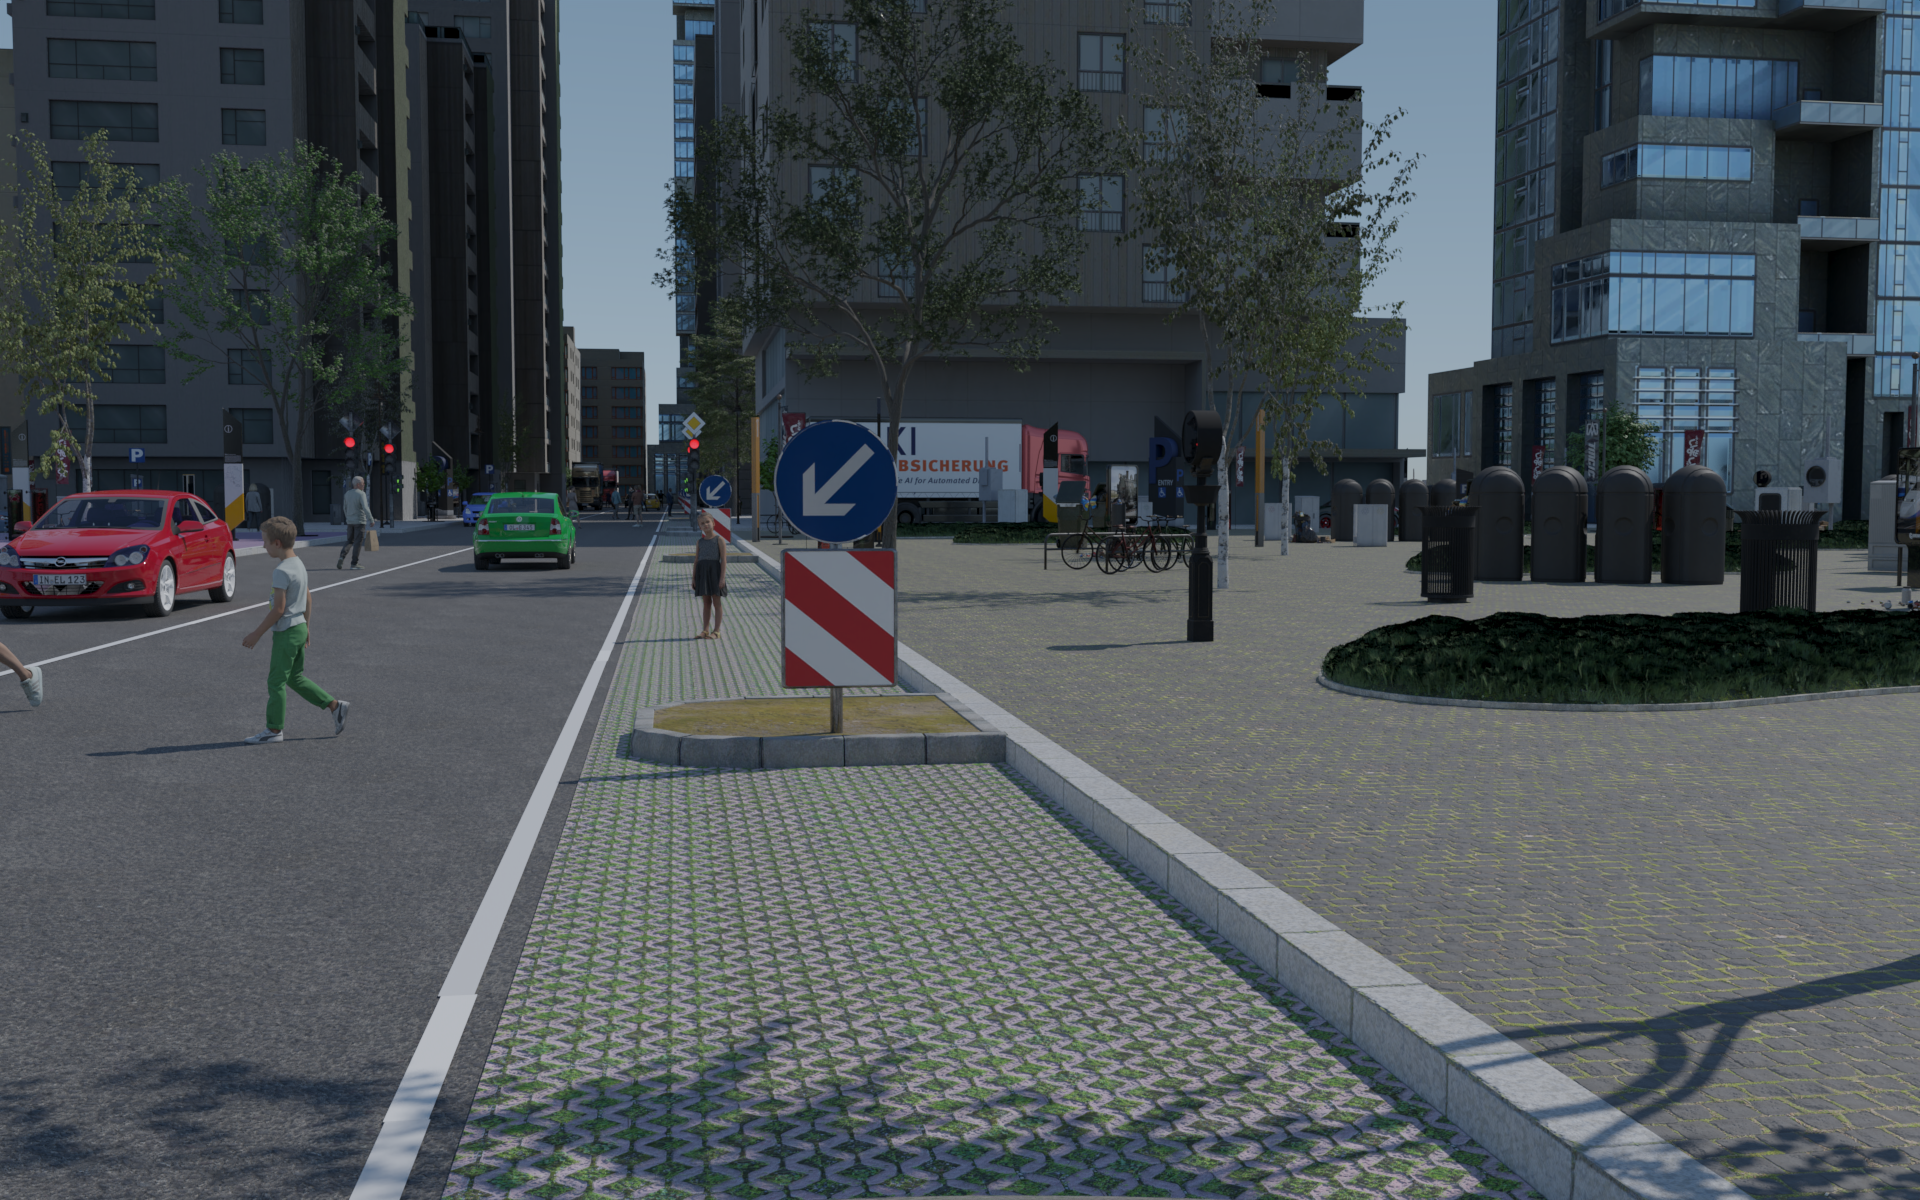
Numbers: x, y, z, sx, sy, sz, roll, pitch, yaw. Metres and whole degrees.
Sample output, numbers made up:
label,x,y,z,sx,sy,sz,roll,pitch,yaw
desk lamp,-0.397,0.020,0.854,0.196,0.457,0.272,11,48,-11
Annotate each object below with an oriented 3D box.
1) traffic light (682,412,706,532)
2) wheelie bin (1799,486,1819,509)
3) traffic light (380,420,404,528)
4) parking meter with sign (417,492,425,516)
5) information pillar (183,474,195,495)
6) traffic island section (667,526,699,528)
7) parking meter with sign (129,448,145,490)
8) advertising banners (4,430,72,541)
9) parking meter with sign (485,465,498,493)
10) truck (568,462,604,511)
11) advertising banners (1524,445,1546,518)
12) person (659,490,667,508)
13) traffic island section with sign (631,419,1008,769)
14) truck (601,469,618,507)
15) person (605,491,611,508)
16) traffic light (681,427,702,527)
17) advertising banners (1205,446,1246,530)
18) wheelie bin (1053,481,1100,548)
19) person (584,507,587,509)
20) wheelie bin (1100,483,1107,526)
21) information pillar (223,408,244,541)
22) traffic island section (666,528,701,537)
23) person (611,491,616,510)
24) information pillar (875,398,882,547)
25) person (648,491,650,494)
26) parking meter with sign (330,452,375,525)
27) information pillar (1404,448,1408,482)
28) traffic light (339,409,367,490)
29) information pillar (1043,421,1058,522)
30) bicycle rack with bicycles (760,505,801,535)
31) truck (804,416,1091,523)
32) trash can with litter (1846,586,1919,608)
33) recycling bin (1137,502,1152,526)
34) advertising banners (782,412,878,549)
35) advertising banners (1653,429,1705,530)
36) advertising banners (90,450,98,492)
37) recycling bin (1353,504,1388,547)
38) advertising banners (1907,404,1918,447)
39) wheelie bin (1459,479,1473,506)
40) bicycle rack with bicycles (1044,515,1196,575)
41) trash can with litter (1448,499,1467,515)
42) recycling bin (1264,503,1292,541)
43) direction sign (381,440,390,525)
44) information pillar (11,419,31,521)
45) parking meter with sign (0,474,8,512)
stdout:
label,x,y,z,sx,sy,sz,roll,pitch,yaw
traffic light,-9.082,-4.294,59.130,0.839,4.253,0.868,-1,4,-9
wheelie bin,31.914,-3.509,65.273,0.980,1.594,0.693,2,4,34
traffic light,-21.397,-4.664,65.175,0.839,4.253,0.868,-1,4,-9
parking meter with sign,-31.654,-6.351,100.096,1.738,3.016,0.543,2,4,29
information pillar,-28.872,-3.694,64.882,0.304,2.012,0.304,3,4,38
traffic island section,-10.346,-2.743,67.129,2.009,0.180,2.903,-1,4,-9
parking meter with sign,-31.538,-4.293,66.453,0.543,3.016,1.738,-2,4,-25
advertising banners,-25.120,-3.121,47.223,2.074,3.025,0.090,1,4,9
parking meter with sign,-27.901,-6.563,103.567,0.543,3.016,1.738,0,4,-1
truck,-33.008,-10.063,153.447,2.839,4.237,11.283,-1,4,-10
advertising banners,19.977,-4.028,62.041,2.074,3.025,0.090,0,4,-7
person,-30.464,-10.298,176.500,1.348,1.869,0.705,0,4,6
traffic island section with sign,-0.881,-0.081,9.958,1.989,1.847,2.006,-1,4,-9
truck,-39.549,-12.524,193.682,2.839,4.237,11.283,-1,4,-10
person,-36.555,-10.462,180.005,0.683,1.767,0.568,0,4,1
traffic light,-10.387,-4.776,67.008,0.839,4.253,0.868,-1,4,-9
advertising banners,9.545,-4.036,62.184,2.074,3.025,0.090,-3,4,-37
wheelie bin,2.658,-2.024,40.993,0.980,1.594,0.693,2,4,27
person,-36.861,-9.843,169.874,0.683,1.767,0.568,2,4,33
wheelie bin,4.041,-2.430,47.631,0.980,1.594,0.693,-3,5,-41
information pillar,-19.881,-3.426,47.373,0.504,3.616,0.183,0,4,-8
traffic island section,-9.041,-2.261,59.251,2.009,0.180,2.903,-1,4,-9
person,-31.579,-9.085,157.777,0.721,1.736,1.217,0,4,7
information pillar,-1.960,-3.093,41.931,0.183,3.616,0.504,0,4,-3
person,-38.746,-12.678,215.918,0.705,1.807,1.348,-2,4,-29
parking meter with sign,-25.336,-4.643,72.178,1.738,3.016,0.543,-3,4,-38
information pillar,22.484,-5.905,87.900,0.504,3.616,0.183,3,4,37
traffic light,-20.092,-4.182,57.297,0.839,4.253,0.868,-1,4,-9
information pillar,2.922,-3.927,55.565,0.504,3.616,0.183,0,4,2
bicycle rack with bicycles,-5.106,-2.625,56.295,2.925,0.926,2.852,-3,5,-44
truck,-0.153,-4.626,64.546,11.283,4.237,2.839,-1,4,-11
trash can with litter,10.786,-0.501,19.245,1.678,1.210,2.233,2,4,28
recycling bin,5.602,-2.548,54.213,0.722,1.027,0.722,0,4,-5
advertising banners,-2.786,-2.503,37.107,2.074,3.025,0.090,0,4,5
advertising banners,19.103,-3.114,47.105,2.074,3.025,0.090,1,4,20
advertising banners,-33.578,-4.350,67.304,0.090,3.025,2.074,-3,5,-39
recycling bin,10.048,-1.827,42.418,0.722,1.027,0.722,0,4,4
advertising banners,18.779,-2.359,34.755,0.090,3.025,2.074,1,4,9
wheelie bin,11.181,-1.778,36.981,0.980,1.594,0.693,1,4,10
bicycle rack with bicycles,2.861,-0.956,29.012,2.925,0.926,2.852,-2,4,-30
trash can with litter,11.211,-1.630,38.043,1.055,1.170,0.624,-2,4,-30
recycling bin,8.815,-2.175,48.117,0.722,1.027,0.722,0,4,6
direction sign,-23.940,-4.908,72.245,0.379,3.537,0.876,1,4,11
information pillar,-29.471,-3.855,54.392,0.504,3.616,0.183,0,4,-4
parking meter with sign,-37.360,-4.339,67.197,0.543,3.016,1.738,2,4,34
